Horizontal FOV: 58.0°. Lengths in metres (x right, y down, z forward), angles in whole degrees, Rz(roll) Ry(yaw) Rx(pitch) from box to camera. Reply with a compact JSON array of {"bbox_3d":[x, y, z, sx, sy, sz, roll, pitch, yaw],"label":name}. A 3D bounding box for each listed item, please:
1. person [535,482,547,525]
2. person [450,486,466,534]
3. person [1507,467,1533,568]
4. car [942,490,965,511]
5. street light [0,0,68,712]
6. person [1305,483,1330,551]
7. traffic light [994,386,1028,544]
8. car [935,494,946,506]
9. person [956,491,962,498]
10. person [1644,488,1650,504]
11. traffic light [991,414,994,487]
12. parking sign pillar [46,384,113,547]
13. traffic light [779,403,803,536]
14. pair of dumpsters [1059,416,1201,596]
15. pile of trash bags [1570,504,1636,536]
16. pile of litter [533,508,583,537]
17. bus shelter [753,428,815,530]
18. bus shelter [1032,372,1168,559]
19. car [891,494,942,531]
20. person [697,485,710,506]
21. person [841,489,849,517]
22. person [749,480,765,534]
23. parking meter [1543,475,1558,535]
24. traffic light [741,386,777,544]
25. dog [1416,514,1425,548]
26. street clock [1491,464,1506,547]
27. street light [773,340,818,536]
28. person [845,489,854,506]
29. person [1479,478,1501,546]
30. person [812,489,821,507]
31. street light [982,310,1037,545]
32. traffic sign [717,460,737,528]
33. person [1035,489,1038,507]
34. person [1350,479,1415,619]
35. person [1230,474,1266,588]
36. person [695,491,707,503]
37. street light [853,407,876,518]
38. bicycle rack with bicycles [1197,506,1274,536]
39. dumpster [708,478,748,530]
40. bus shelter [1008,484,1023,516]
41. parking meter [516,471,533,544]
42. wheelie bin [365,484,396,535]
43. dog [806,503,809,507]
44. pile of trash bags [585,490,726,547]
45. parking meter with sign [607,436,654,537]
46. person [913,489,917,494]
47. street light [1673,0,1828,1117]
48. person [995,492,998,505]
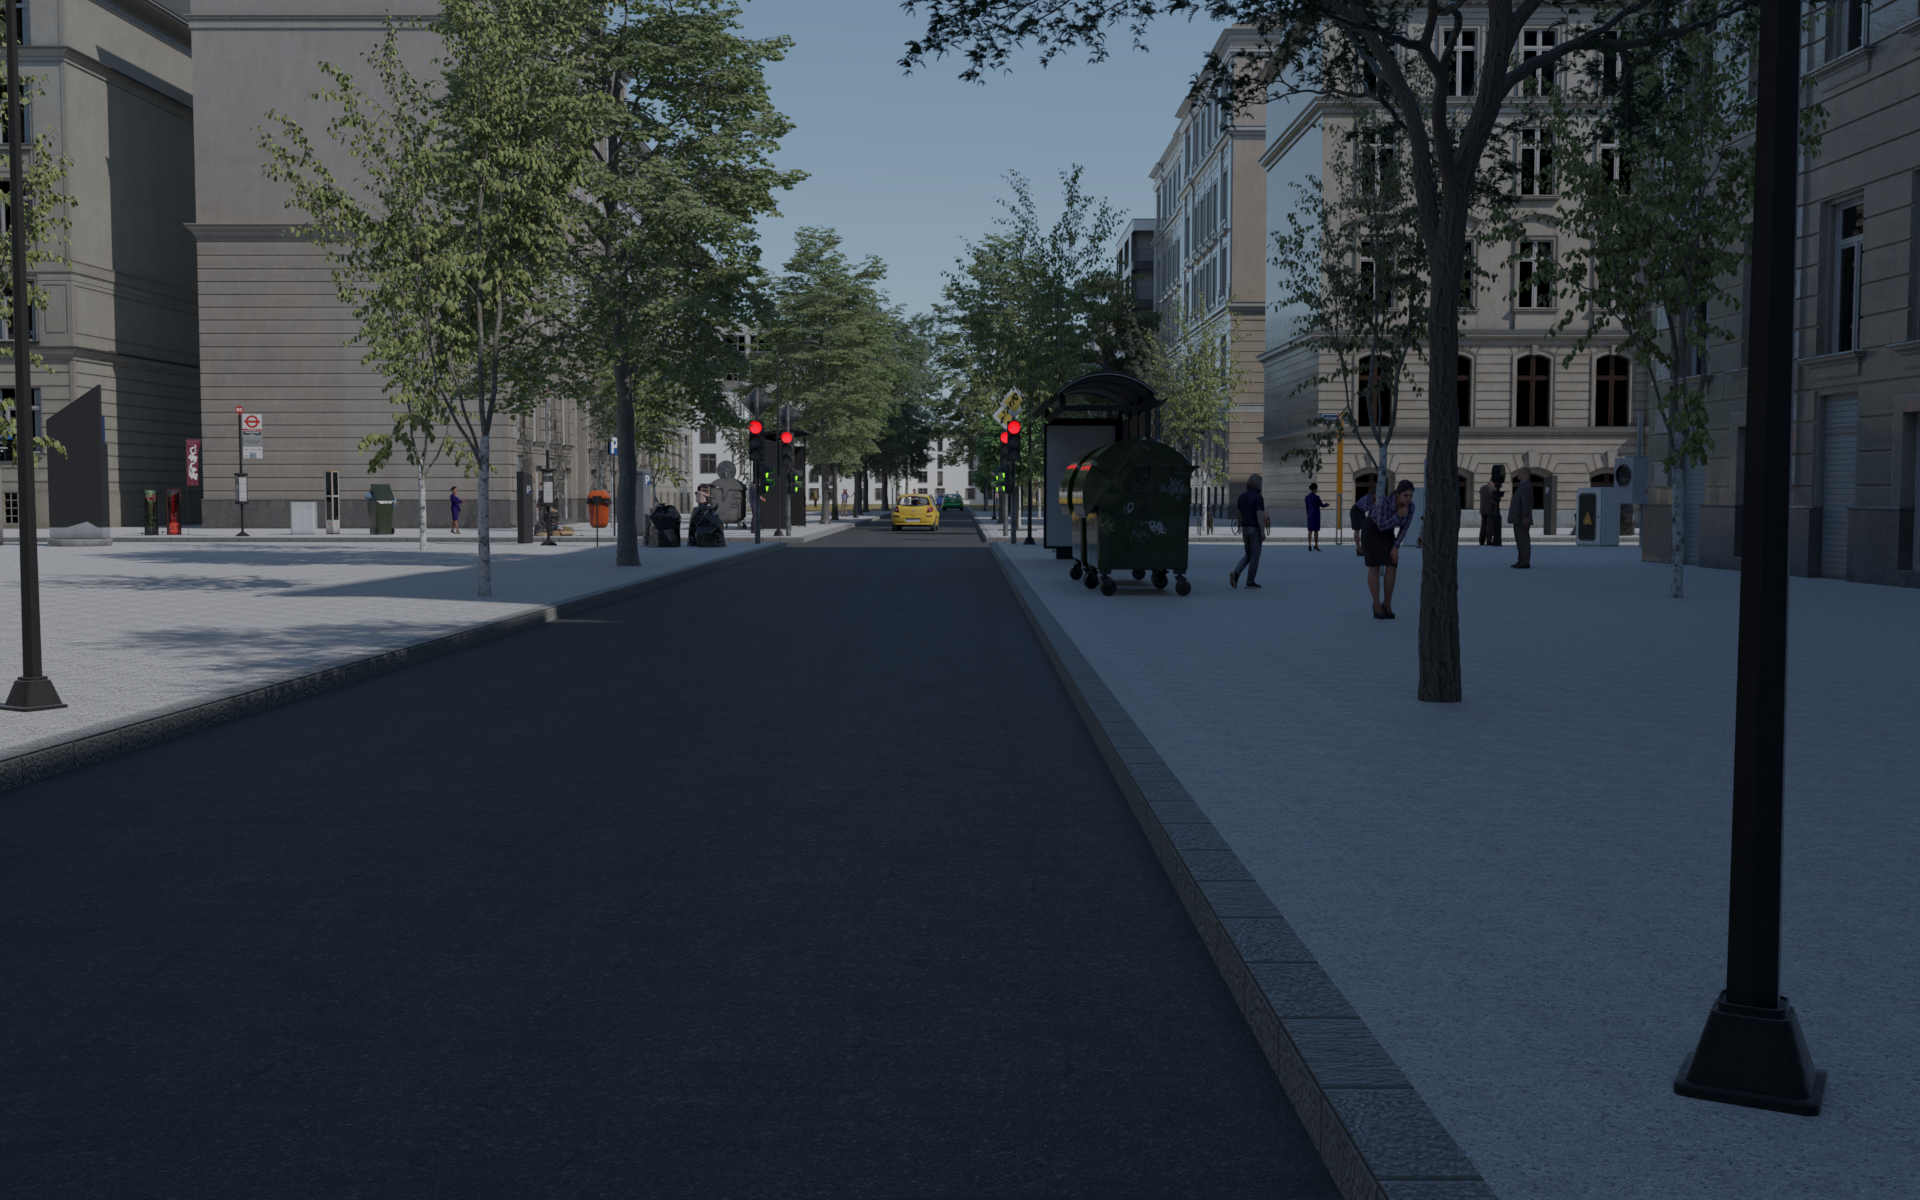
[{"bbox_3d":[-14.386,-3.232,59.682,0.445,1.727,0.742,0,4,-7],"label":"person"},{"bbox_3d":[-16.120,-2.891,55.683,0.546,1.535,0.453,0,4,-8],"label":"person"},{"bbox_3d":[9.694,-1.429,29.958,0.434,1.755,0.990,1,4,11],"label":"person"},{"bbox_3d":[-0.600,-8.550,148.591,1.959,1.807,4.718,0,4,2],"label":"car"},{"bbox_3d":[-4.999,-2.302,10.171,1.470,5.913,1.316,0,3,0],"label":"street light"},{"bbox_3d":[7.991,-1.862,38.851,0.453,1.535,0.546,2,4,30],"label":"person"},{"bbox_3d":[1.362,-3.383,44.556,0.839,4.213,0.868,0,3,0],"label":"traffic light"},{"bbox_3d":[-1.956,-11.780,202.200,1.945,1.707,3.694,0,4,0],"label":"car"},{"bbox_3d":[-0.320,-10.720,183.859,1.348,1.812,0.705,-2,4,-31],"label":"person"},{"bbox_3d":[15.955,-1.865,39.763,0.421,1.427,0.697,-1,4,-9],"label":"person"},{"bbox_3d":[1.362,-3.871,52.541,0.839,4.213,0.868,0,3,0],"label":"traffic light"},{"bbox_3d":[-21.779,-3.321,42.763,1.447,3.967,1.447,0,4,-2],"label":"parking sign pillar"},{"bbox_3d":[-5.199,-3.870,52.526,0.839,4.213,0.868,0,3,0],"label":"traffic light"},{"bbox_3d":[2.271,-1.298,23.717,1.574,2.255,4.436,0,3,0],"label":"pair of dumpsters"},{"bbox_3d":[19.759,-2.671,53.420,1.912,1.369,3.447,2,4,29],"label":"pile of trash bags"},{"bbox_3d":[-12.287,-2.377,52.834,1.719,0.858,1.176,-2,4,-27],"label":"pile of litter"},{"bbox_3d":[-6.489,-4.467,64.315,1.731,3.624,6.357,0,4,0],"label":"bus shelter"},{"bbox_3d":[2.429,-2.298,31.495,2.014,3.302,5.546,0,3,0],"label":"bus shelter"},{"bbox_3d":[-1.729,-3.532,67.977,2.015,1.641,3.980,0,4,2],"label":"car"},{"bbox_3d":[-10.561,-3.910,71.428,0.566,1.644,0.517,-1,4,-9],"label":"person"},{"bbox_3d":[-6.567,-5.535,98.605,0.516,1.574,0.319,-3,5,-43],"label":"person"},{"bbox_3d":[-6.565,-3.039,56.181,0.568,1.767,0.683,-2,4,-33],"label":"person"},{"bbox_3d":[18.419,-2.956,54.038,0.255,1.863,0.399,-1,4,-16],"label":"parking meter"},{"bbox_3d":[-5.199,-3.382,44.541,0.839,4.213,0.868,0,3,0],"label":"traffic light"},{"bbox_3d":[11.091,-1.630,41.032,0.800,0.831,0.513,-3,5,-44],"label":"dog"},{"bbox_3d":[13.176,-2.315,42.421,0.358,2.002,0.471,2,4,32],"label":"street clock"},{"bbox_3d":[-4.970,-4.885,52.415,1.470,5.913,1.316,0,3,0],"label":"street light"},{"bbox_3d":[-11.930,-10.748,181.798,0.705,1.821,1.348,-2,4,-29],"label":"person"},{"bbox_3d":[13.238,-2.233,43.233,0.565,1.739,0.600,2,4,30],"label":"person"},{"bbox_3d":[-13.842,-9.795,166.290,0.705,1.812,1.348,2,4,32],"label":"person"},{"bbox_3d":[1.227,-4.358,43.794,1.470,5.913,1.316,0,3,0],"label":"street light"},{"bbox_3d":[-8.813,-3.991,65.364,0.768,2.556,0.104,0,4,5],"label":"traffic sign"},{"bbox_3d":[7.788,-10.129,172.184,0.617,1.759,0.750,-2,4,-23],"label":"person"},{"bbox_3d":[4.390,-0.514,17.677,0.421,1.427,0.697,-1,4,-21],"label":"person"},{"bbox_3d":[3.901,-0.936,23.563,0.471,1.553,0.569,0,4,4],"label":"person"},{"bbox_3d":[-12.973,-4.727,86.565,0.697,1.427,0.421,2,4,31],"label":"person"},{"bbox_3d":[-5.053,-7.345,92.634,1.470,5.913,1.316,0,3,0],"label":"street light"},{"bbox_3d":[8.466,-2.481,53.945,2.852,0.926,2.925,0,4,7],"label":"bicycle rack with bicycles"},{"bbox_3d":[-8.356,-3.459,62.320,1.264,1.857,1.865,0,3,0],"label":"dumpster"},{"bbox_3d":[3.372,-7.901,106.814,2.179,5.291,8.768,0,4,0],"label":"bus shelter"},{"bbox_3d":[-11.257,-2.392,44.824,0.255,1.863,0.399,1,4,22],"label":"parking meter"},{"bbox_3d":[-18.301,-2.856,54.609,0.693,1.594,0.980,3,5,43],"label":"wheelie bin"},{"bbox_3d":[-8.123,-4.512,88.146,0.800,0.831,0.513,3,4,38],"label":"dog"},{"bbox_3d":[-7.418,-1.994,42.350,3.447,1.369,1.912,0,4,-3],"label":"pile of trash bags"},{"bbox_3d":[-9.699,-3.418,52.139,1.738,3.016,0.543,1,4,20],"label":"parking meter with sign"},{"bbox_3d":[-2.553,-5.319,96.175,0.576,1.737,0.504,2,4,27],"label":"person"},{"bbox_3d":[1.170,-1.898,3.575,1.470,5.913,1.316,0,3,0],"label":"street light"},{"bbox_3d":[4.536,-12.186,208.442,0.721,1.736,1.217,2,4,35],"label":"person"}]
